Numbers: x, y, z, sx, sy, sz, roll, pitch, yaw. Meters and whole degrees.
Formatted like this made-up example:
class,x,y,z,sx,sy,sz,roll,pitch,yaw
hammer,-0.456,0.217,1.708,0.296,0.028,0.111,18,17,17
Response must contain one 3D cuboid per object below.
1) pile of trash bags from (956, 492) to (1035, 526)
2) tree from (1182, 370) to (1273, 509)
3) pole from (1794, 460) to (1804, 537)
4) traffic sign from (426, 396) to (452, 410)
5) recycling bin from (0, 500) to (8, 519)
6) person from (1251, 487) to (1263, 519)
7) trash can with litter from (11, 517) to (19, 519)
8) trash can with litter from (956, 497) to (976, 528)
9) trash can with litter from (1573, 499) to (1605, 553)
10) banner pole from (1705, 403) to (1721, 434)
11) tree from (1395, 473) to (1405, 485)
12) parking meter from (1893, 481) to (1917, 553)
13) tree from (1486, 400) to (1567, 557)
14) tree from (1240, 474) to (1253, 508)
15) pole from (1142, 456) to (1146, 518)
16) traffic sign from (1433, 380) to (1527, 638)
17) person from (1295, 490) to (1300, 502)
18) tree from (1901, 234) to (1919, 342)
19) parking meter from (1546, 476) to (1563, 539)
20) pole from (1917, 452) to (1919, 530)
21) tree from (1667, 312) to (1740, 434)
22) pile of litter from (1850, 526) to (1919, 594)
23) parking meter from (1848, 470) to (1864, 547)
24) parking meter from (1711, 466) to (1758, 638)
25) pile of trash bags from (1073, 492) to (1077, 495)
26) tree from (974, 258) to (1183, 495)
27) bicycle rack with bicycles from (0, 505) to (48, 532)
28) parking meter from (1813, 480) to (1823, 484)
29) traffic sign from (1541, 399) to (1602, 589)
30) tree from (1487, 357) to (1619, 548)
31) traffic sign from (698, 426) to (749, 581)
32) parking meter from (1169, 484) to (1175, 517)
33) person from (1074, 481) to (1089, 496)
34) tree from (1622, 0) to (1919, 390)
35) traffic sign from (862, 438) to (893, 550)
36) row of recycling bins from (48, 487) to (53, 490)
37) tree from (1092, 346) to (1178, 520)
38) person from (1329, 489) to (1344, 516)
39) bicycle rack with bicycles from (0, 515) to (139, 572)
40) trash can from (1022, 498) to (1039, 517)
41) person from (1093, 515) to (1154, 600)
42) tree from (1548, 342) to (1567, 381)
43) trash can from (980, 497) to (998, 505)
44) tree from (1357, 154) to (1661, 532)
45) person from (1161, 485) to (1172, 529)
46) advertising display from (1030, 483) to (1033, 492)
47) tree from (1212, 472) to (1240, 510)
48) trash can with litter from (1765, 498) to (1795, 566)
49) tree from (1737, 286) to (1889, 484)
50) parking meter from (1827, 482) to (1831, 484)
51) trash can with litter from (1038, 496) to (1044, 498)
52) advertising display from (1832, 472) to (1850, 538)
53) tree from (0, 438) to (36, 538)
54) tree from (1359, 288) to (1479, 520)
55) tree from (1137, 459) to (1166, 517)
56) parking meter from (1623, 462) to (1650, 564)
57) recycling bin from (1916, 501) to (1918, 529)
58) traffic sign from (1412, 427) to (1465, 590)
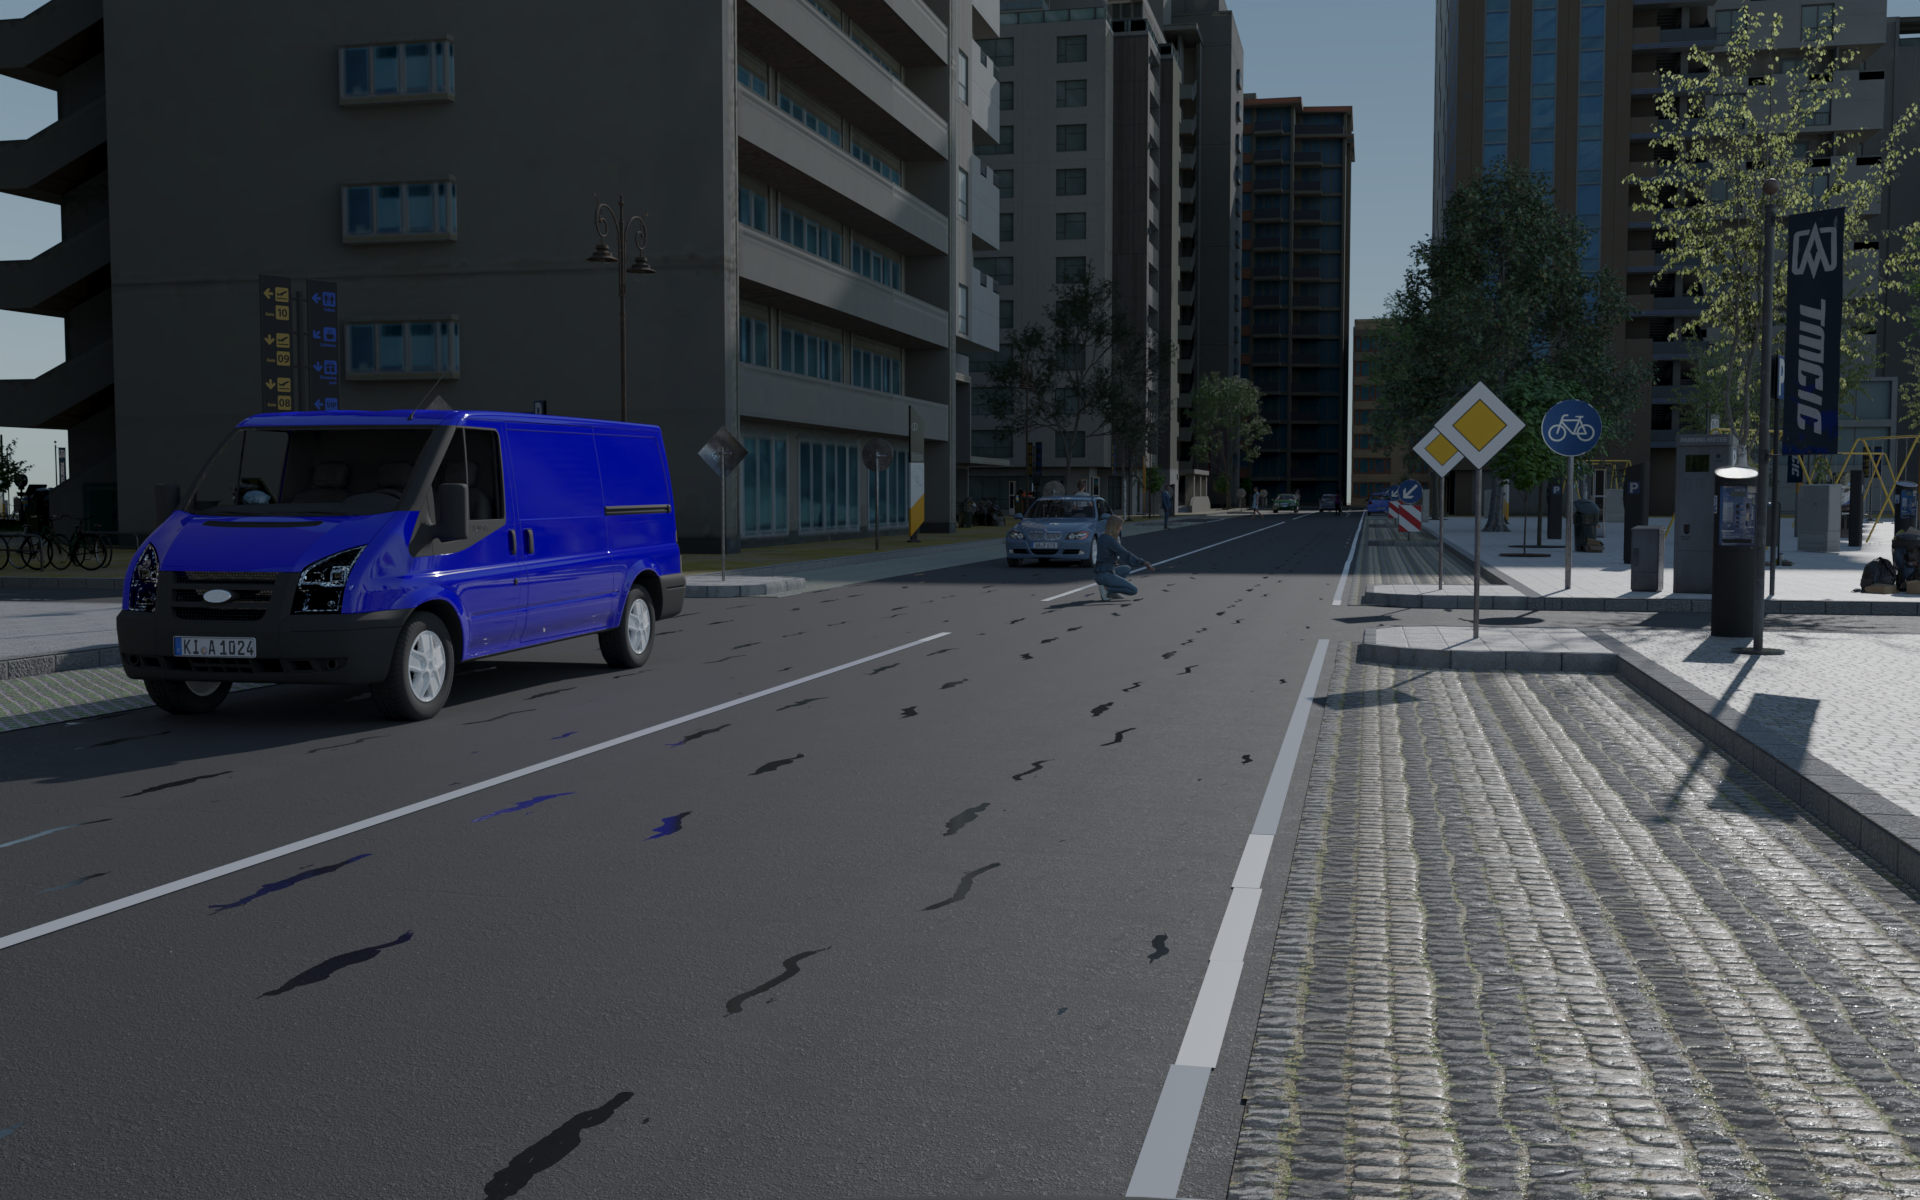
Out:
class,x,y,z,sx,sy,sz,roll,pitch,yaw
pile of trash bags,1.346,-3.650,69.434,3.447,1.369,1.912,0,4,-7
tree,22.517,-13.417,145.124,9.928,11.665,9.643,0,3,0
pole,24.881,-3.515,51.319,0.158,3.312,0.155,0,3,0
traffic sign,-5.326,-0.861,17.719,0.795,2.450,0.064,1,4,13
recycling bin,-40.868,-3.728,73.506,0.722,1.027,0.722,-3,5,-41
person,16.643,-5.414,97.107,0.778,1.811,0.616,1,4,17
trash can with litter,-47.490,-4.623,86.644,2.233,1.210,1.678,-2,4,-24
trash can with litter,0.042,-3.320,65.665,1.055,1.170,0.624,-2,4,-32
trash can with litter,13.964,-1.644,38.262,0.624,1.170,1.055,0,4,-3
banner pole,20.635,-3.523,47.612,0.863,3.779,0.401,-3,4,-37
tree,39.502,-9.723,153.577,1.663,3.219,1.824,0,3,0
parking meter,18.190,-1.524,33.331,0.372,1.533,0.369,0,3,0
tree,11.512,-2.509,35.627,1.663,3.219,1.824,0,3,0
tree,27.351,-10.391,164.494,1.663,3.219,1.824,0,3,0
pole,9.781,-6.001,91.957,0.158,3.312,0.155,0,3,0
traffic sign,4.591,-0.717,15.360,0.795,2.450,0.064,1,4,13
person,26.728,-7.832,137.228,0.551,1.740,0.621,3,5,42
tree,31.803,-7.667,51.103,9.928,11.665,9.643,0,3,0
parking meter,16.871,-2.657,49.157,0.399,1.863,0.255,0,4,4
pole,32.767,-3.985,59.001,0.158,3.312,0.155,0,3,0
tree,30.896,-7.371,70.885,4.737,8.622,4.395,0,3,0
pile of litter,12.504,-0.523,22.520,1.719,0.858,1.176,1,4,17
parking meter,21.882,-2.237,42.281,0.255,1.863,0.399,3,4,37
parking meter,6.985,-0.440,15.605,0.372,1.533,0.369,0,3,0
pile of trash bags,4.678,-4.505,83.401,1.912,1.369,3.447,-3,5,-43
tree,4.325,-8.228,68.935,8.767,10.594,7.601,-2,4,-35
bicycle rack with bicycles,-36.031,-3.117,64.346,2.852,0.926,2.925,-1,4,-10
parking meter,34.435,-3.905,69.553,0.255,1.863,0.399,0,4,2
traffic sign,8.219,-1.421,23.343,0.768,2.556,0.104,1,4,16
tree,13.991,-3.537,41.541,4.285,4.588,4.351,0,3,0
traffic sign,-3.486,-1.336,25.490,0.795,2.450,0.064,1,4,13
parking meter,12.037,-5.695,98.817,0.399,1.863,0.255,3,4,39
person,3.027,-2.038,42.388,0.480,1.755,0.524,1,4,17
tree,12.185,-4.644,26.299,4.360,8.622,3.978,0,3,0
traffic sign,-1.899,-2.414,39.574,0.768,2.556,0.104,1,4,18
row of recycling bins,-55.173,-6.022,105.579,3.534,1.692,1.069,2,4,25
tree,8.387,-8.265,85.499,4.360,8.622,3.978,0,3,0
person,24.983,-6.463,114.853,1.217,1.739,0.721,-2,4,-28
bicycle rack with bicycles,-15.462,-0.995,29.644,2.925,0.926,2.852,2,4,30
trash can,3.959,-5.462,100.959,0.748,1.137,0.748,0,3,0
person,2.153,-0.588,23.619,0.738,1.151,1.012,-1,4,-11
tree,24.221,-7.112,66.649,4.360,8.622,3.978,0,3,0
trash can,1.261,-3.901,75.437,0.748,1.137,0.748,0,3,0
tree,18.426,-8.672,58.790,9.611,12.733,9.660,0,3,0
person,8.443,-3.800,70.813,0.419,1.800,0.721,1,4,18
advertising display,4.079,-5.616,97.037,0.123,1.923,0.974,1,4,15
tree,21.119,-8.807,138.596,1.663,3.219,1.824,0,3,0
trash can with litter,14.061,-1.235,31.244,2.233,1.210,1.678,1,4,10
tree,29.472,-6.667,59.366,4.737,8.622,4.395,0,3,0
parking meter,36.413,-4.104,72.818,0.399,1.863,0.255,1,4,19
trash can with litter,5.427,-5.440,99.996,1.678,1.210,2.233,0,4,-1
advertising display,25.970,-2.788,50.799,0.974,1.923,0.123,-1,4,-20
tree,-28.660,-3.474,51.403,1.663,3.219,1.824,0,3,0
tree,23.544,-9.773,85.550,9.928,11.665,9.643,0,3,0
tree,10.584,-6.189,95.796,1.663,3.219,1.824,0,3,0
parking meter,12.386,-1.592,31.746,0.255,1.863,0.399,-3,5,-43
recycling bin,34.476,-3.017,61.882,0.722,1.027,0.722,1,4,12
traffic sign,6.430,-1.192,23.131,0.795,2.450,0.064,1,4,13
